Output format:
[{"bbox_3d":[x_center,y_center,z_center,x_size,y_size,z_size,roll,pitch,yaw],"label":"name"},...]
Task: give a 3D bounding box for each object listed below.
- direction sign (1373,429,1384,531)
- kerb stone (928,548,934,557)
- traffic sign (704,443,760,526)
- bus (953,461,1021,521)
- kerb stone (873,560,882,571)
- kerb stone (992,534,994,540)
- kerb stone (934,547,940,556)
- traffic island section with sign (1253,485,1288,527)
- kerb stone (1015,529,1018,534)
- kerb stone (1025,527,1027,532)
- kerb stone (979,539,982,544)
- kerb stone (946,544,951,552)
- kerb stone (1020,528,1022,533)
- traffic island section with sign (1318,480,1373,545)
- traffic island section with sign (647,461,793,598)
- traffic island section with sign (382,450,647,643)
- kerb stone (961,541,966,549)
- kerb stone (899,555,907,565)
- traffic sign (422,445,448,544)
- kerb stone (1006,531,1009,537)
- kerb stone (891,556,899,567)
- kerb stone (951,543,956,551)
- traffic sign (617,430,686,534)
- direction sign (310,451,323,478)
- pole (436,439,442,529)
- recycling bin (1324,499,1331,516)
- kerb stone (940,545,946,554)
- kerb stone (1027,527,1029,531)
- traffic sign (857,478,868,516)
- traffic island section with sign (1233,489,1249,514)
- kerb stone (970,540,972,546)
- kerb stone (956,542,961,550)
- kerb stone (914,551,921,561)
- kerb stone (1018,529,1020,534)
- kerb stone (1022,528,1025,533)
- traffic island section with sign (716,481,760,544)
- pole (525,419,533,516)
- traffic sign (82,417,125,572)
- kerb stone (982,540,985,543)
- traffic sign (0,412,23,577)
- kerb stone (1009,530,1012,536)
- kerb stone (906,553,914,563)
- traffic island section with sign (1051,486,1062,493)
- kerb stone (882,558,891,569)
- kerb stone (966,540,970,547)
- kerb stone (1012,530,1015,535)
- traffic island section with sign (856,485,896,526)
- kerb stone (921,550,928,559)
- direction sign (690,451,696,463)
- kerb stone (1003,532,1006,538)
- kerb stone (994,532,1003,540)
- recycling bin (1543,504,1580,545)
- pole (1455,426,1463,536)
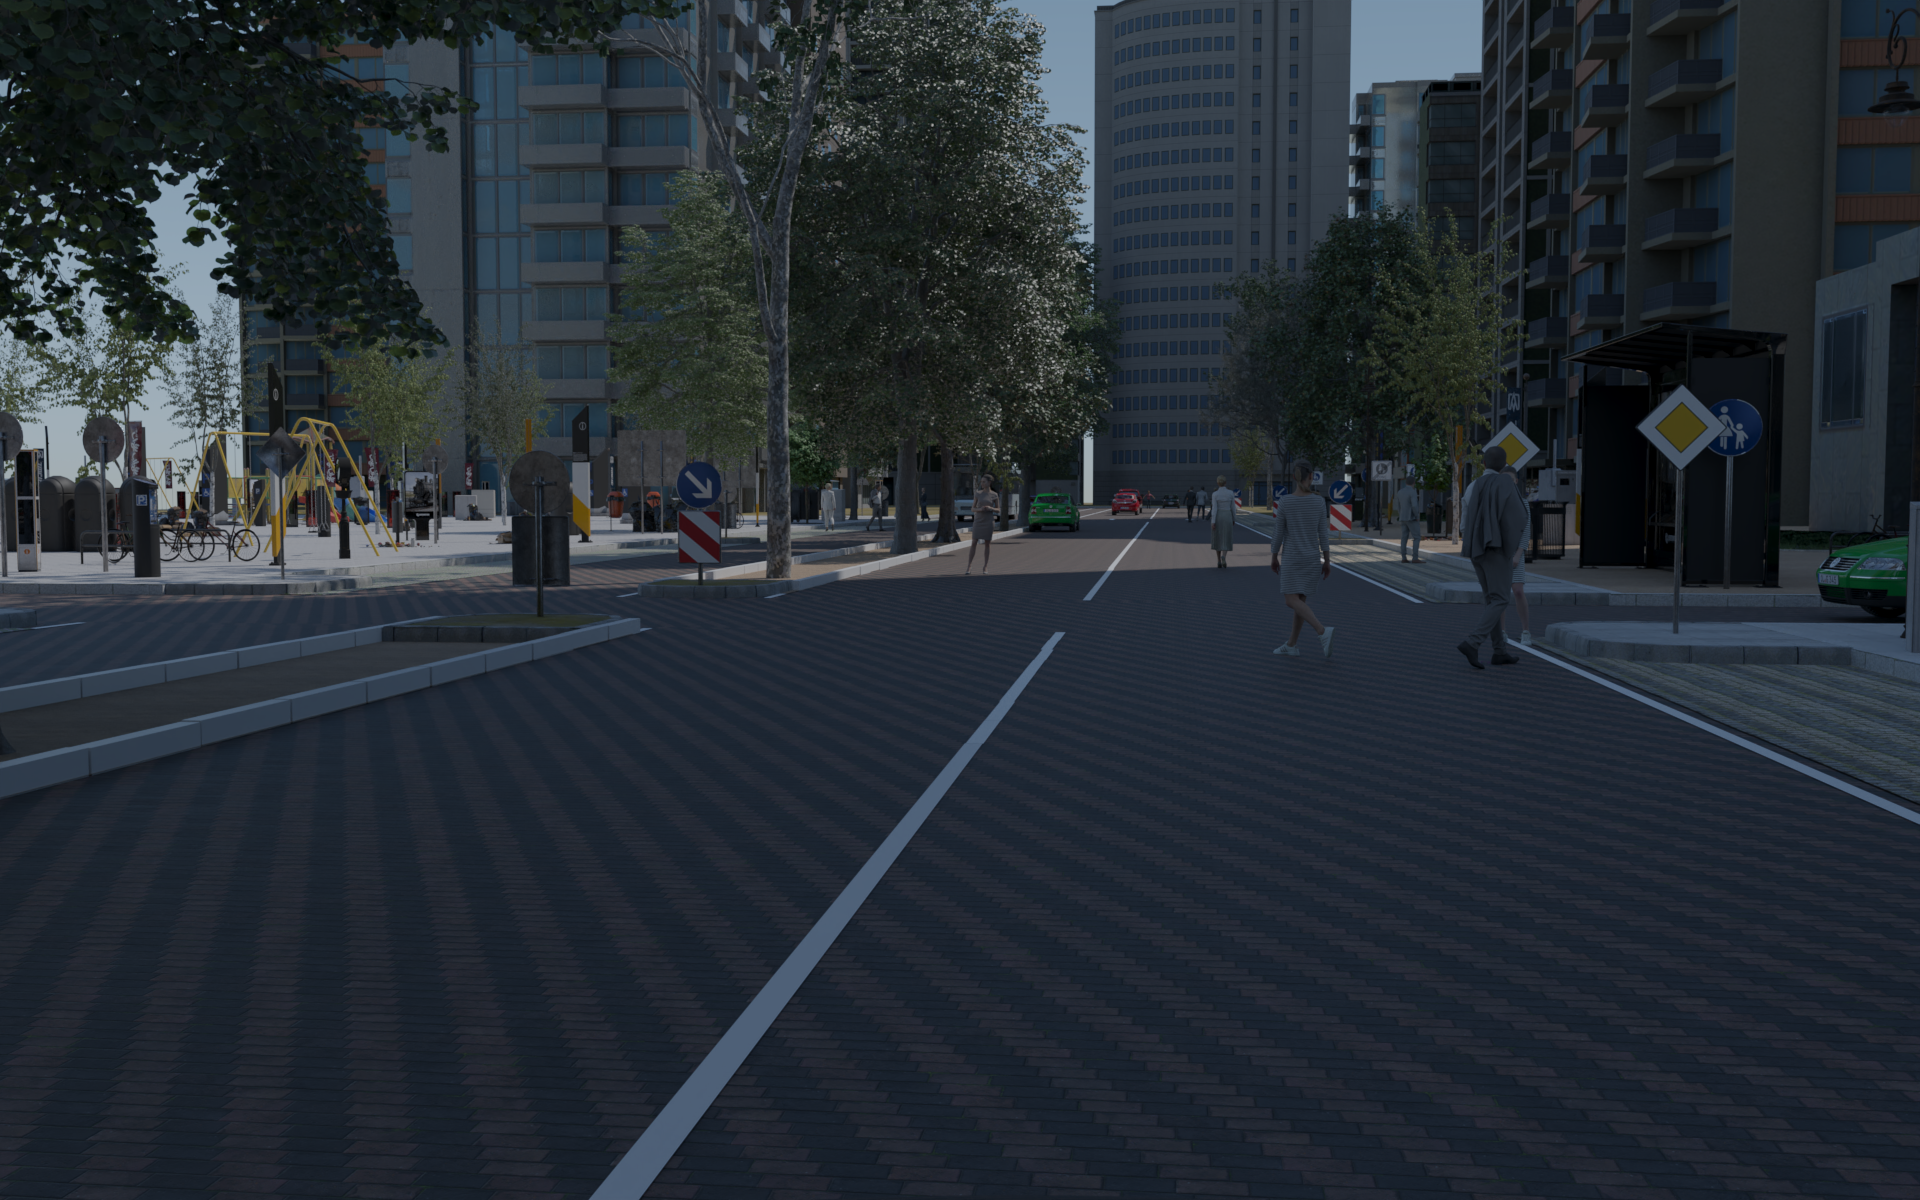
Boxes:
[{"bbox_3d":[14.746,-4.217,60.953,0.379,3.537,0.876,0,4,-2],"label":"direction sign"},{"bbox_3d":[-0.778,-1.047,39.346,0.120,0.150,1.000,0,4,7],"label":"kerb stone"},{"bbox_3d":[-9.068,-4.585,68.831,2.265,3.308,0.079,1,4,11],"label":"traffic sign"},{"bbox_3d":[1.463,-6.070,94.108,2.948,3.499,13.247,0,4,8],"label":"bus"},{"bbox_3d":[-1.646,-0.613,32.220,0.120,0.150,1.000,0,4,7],"label":"kerb stone"},{"bbox_3d":[0.836,-1.859,52.584,0.120,0.150,1.000,0,4,7],"label":"kerb stone"},{"bbox_3d":[-0.654,-1.106,40.365,0.120,0.150,1.000,0,4,7],"label":"kerb stone"},{"bbox_3d":[13.958,-4.146,76.420,1.989,1.847,2.006,0,4,7],"label":"traffic island section with sign"},{"bbox_3d":[1.831,-2.357,60.737,0.120,0.150,1.000,0,4,7],"label":"kerb stone"},{"bbox_3d":[2.316,-2.606,64.799,0.120,0.150,1.000,0,4,7],"label":"kerb stone"},{"bbox_3d":[0.456,-1.672,49.529,0.120,0.150,1.000,0,4,7],"label":"kerb stone"},{"bbox_3d":[-0.400,-1.235,42.396,0.120,0.150,1.000,0,4,7],"label":"kerb stone"},{"bbox_3d":[2.068,-2.479,62.768,0.120,0.150,1.000,0,4,7],"label":"kerb stone"},{"bbox_3d":[10.676,-2.495,49.428,1.989,1.847,2.006,0,4,7],"label":"traffic island section with sign"},{"bbox_3d":[-3.569,-1.024,24.874,2.006,1.907,1.989,0,4,7],"label":"traffic island section with sign"},{"bbox_3d":[-4.472,-0.574,17.522,2.006,1.907,1.989,0,4,7],"label":"traffic island section with sign"},{"bbox_3d":[-0.036,-1.422,45.453,0.120,0.150,1.000,0,4,7],"label":"kerb stone"},{"bbox_3d":[-1.273,-0.793,35.275,0.120,0.150,1.000,0,4,7],"label":"kerb stone"},{"bbox_3d":[-13.551,-2.727,44.690,0.768,2.556,0.104,1,4,17],"label":"traffic sign"},{"bbox_3d":[1.447,-2.171,57.685,0.120,0.150,1.000,0,4,7],"label":"kerb stone"},{"bbox_3d":[-1.395,-0.736,34.255,0.120,0.150,1.000,0,4,7],"label":"kerb stone"},{"bbox_3d":[-0.284,-1.298,43.411,0.120,0.150,1.000,0,4,7],"label":"kerb stone"},{"bbox_3d":[-9.833,-3.754,55.251,2.265,3.308,0.079,1,4,9],"label":"traffic sign"},{"bbox_3d":[-34.183,-6.115,91.977,0.379,3.537,0.876,2,4,35],"label":"direction sign"},{"bbox_3d":[-19.216,-4.282,63.856,0.158,3.312,0.155,0,3,0],"label":"pole"},{"bbox_3d":[20.275,-5.138,96.556,0.722,1.027,0.722,0,4,1],"label":"recycling bin"},{"bbox_3d":[-0.527,-1.172,41.379,0.120,0.150,1.000,0,4,7],"label":"kerb stone"},{"bbox_3d":[2.435,-2.668,65.814,0.120,0.150,1.000,0,4,7],"label":"kerb stone"},{"bbox_3d":[-5.699,-6.164,100.782,0.884,2.594,0.081,1,4,9],"label":"traffic sign"},{"bbox_3d":[19.854,-7.117,124.998,1.989,1.847,2.006,0,4,7],"label":"traffic island section with sign"},{"bbox_3d":[0.205,-1.544,47.484,0.120,0.150,1.000,0,4,7],"label":"kerb stone"},{"bbox_3d":[-0.156,-1.358,44.435,0.120,0.150,1.000,0,4,7],"label":"kerb stone"},{"bbox_3d":[-1.016,-0.924,37.303,0.120,0.150,1.000,0,4,7],"label":"kerb stone"},{"bbox_3d":[1.945,-2.419,61.753,0.120,0.150,1.000,0,4,7],"label":"kerb stone"},{"bbox_3d":[2.198,-2.543,63.783,0.120,0.150,1.000,0,4,7],"label":"kerb stone"},{"bbox_3d":[-6.894,-2.555,50.407,1.989,1.847,2.006,0,4,7],"label":"traffic island section with sign"},{"bbox_3d":[-11.722,-3.260,47.136,0.158,3.312,0.155,0,3,0],"label":"pole"},{"bbox_3d":[-14.098,-1.737,28.508,0.768,2.556,0.104,1,4,10],"label":"traffic sign"},{"bbox_3d":[0.707,-1.794,51.558,0.120,0.150,1.000,0,4,7],"label":"kerb stone"},{"bbox_3d":[-14.809,-1.631,26.776,0.768,2.556,0.104,1,4,14],"label":"traffic sign"},{"bbox_3d":[1.583,-2.233,58.708,0.120,0.150,1.000,0,4,7],"label":"kerb stone"},{"bbox_3d":[-1.152,-0.862,36.290,0.120,0.150,1.000,0,4,7],"label":"kerb stone"},{"bbox_3d":[5.480,-5.586,99.468,2.006,1.907,1.989,0,4,7],"label":"traffic island section with sign"},{"bbox_3d":[-1.513,-0.675,33.234,0.120,0.150,1.000,0,4,7],"label":"kerb stone"},{"bbox_3d":[0.086,-1.483,46.468,0.120,0.150,1.000,0,4,7],"label":"kerb stone"},{"bbox_3d":[1.703,-2.295,59.723,0.120,0.150,1.000,0,4,7],"label":"kerb stone"},{"bbox_3d":[-3.550,-4.240,77.948,1.989,1.847,2.006,0,4,7],"label":"traffic island section with sign"},{"bbox_3d":[-0.900,-0.983,38.327,0.120,0.150,1.000,0,4,7],"label":"kerb stone"},{"bbox_3d":[-13.677,-5.920,88.795,0.379,3.537,0.876,1,4,12],"label":"direction sign"},{"bbox_3d":[1.319,-2.105,56.665,0.120,0.150,1.000,0,4,7],"label":"kerb stone"},{"bbox_3d":[1.203,-2.046,55.649,0.120,0.150,1.000,0,4,7],"label":"kerb stone"},{"bbox_3d":[15.201,-1.901,43.638,0.722,1.027,0.722,-2,4,-27],"label":"recycling bin"},{"bbox_3d":[14.867,-3.537,51.673,0.158,3.312,0.155,0,3,0],"label":"pole"}]
